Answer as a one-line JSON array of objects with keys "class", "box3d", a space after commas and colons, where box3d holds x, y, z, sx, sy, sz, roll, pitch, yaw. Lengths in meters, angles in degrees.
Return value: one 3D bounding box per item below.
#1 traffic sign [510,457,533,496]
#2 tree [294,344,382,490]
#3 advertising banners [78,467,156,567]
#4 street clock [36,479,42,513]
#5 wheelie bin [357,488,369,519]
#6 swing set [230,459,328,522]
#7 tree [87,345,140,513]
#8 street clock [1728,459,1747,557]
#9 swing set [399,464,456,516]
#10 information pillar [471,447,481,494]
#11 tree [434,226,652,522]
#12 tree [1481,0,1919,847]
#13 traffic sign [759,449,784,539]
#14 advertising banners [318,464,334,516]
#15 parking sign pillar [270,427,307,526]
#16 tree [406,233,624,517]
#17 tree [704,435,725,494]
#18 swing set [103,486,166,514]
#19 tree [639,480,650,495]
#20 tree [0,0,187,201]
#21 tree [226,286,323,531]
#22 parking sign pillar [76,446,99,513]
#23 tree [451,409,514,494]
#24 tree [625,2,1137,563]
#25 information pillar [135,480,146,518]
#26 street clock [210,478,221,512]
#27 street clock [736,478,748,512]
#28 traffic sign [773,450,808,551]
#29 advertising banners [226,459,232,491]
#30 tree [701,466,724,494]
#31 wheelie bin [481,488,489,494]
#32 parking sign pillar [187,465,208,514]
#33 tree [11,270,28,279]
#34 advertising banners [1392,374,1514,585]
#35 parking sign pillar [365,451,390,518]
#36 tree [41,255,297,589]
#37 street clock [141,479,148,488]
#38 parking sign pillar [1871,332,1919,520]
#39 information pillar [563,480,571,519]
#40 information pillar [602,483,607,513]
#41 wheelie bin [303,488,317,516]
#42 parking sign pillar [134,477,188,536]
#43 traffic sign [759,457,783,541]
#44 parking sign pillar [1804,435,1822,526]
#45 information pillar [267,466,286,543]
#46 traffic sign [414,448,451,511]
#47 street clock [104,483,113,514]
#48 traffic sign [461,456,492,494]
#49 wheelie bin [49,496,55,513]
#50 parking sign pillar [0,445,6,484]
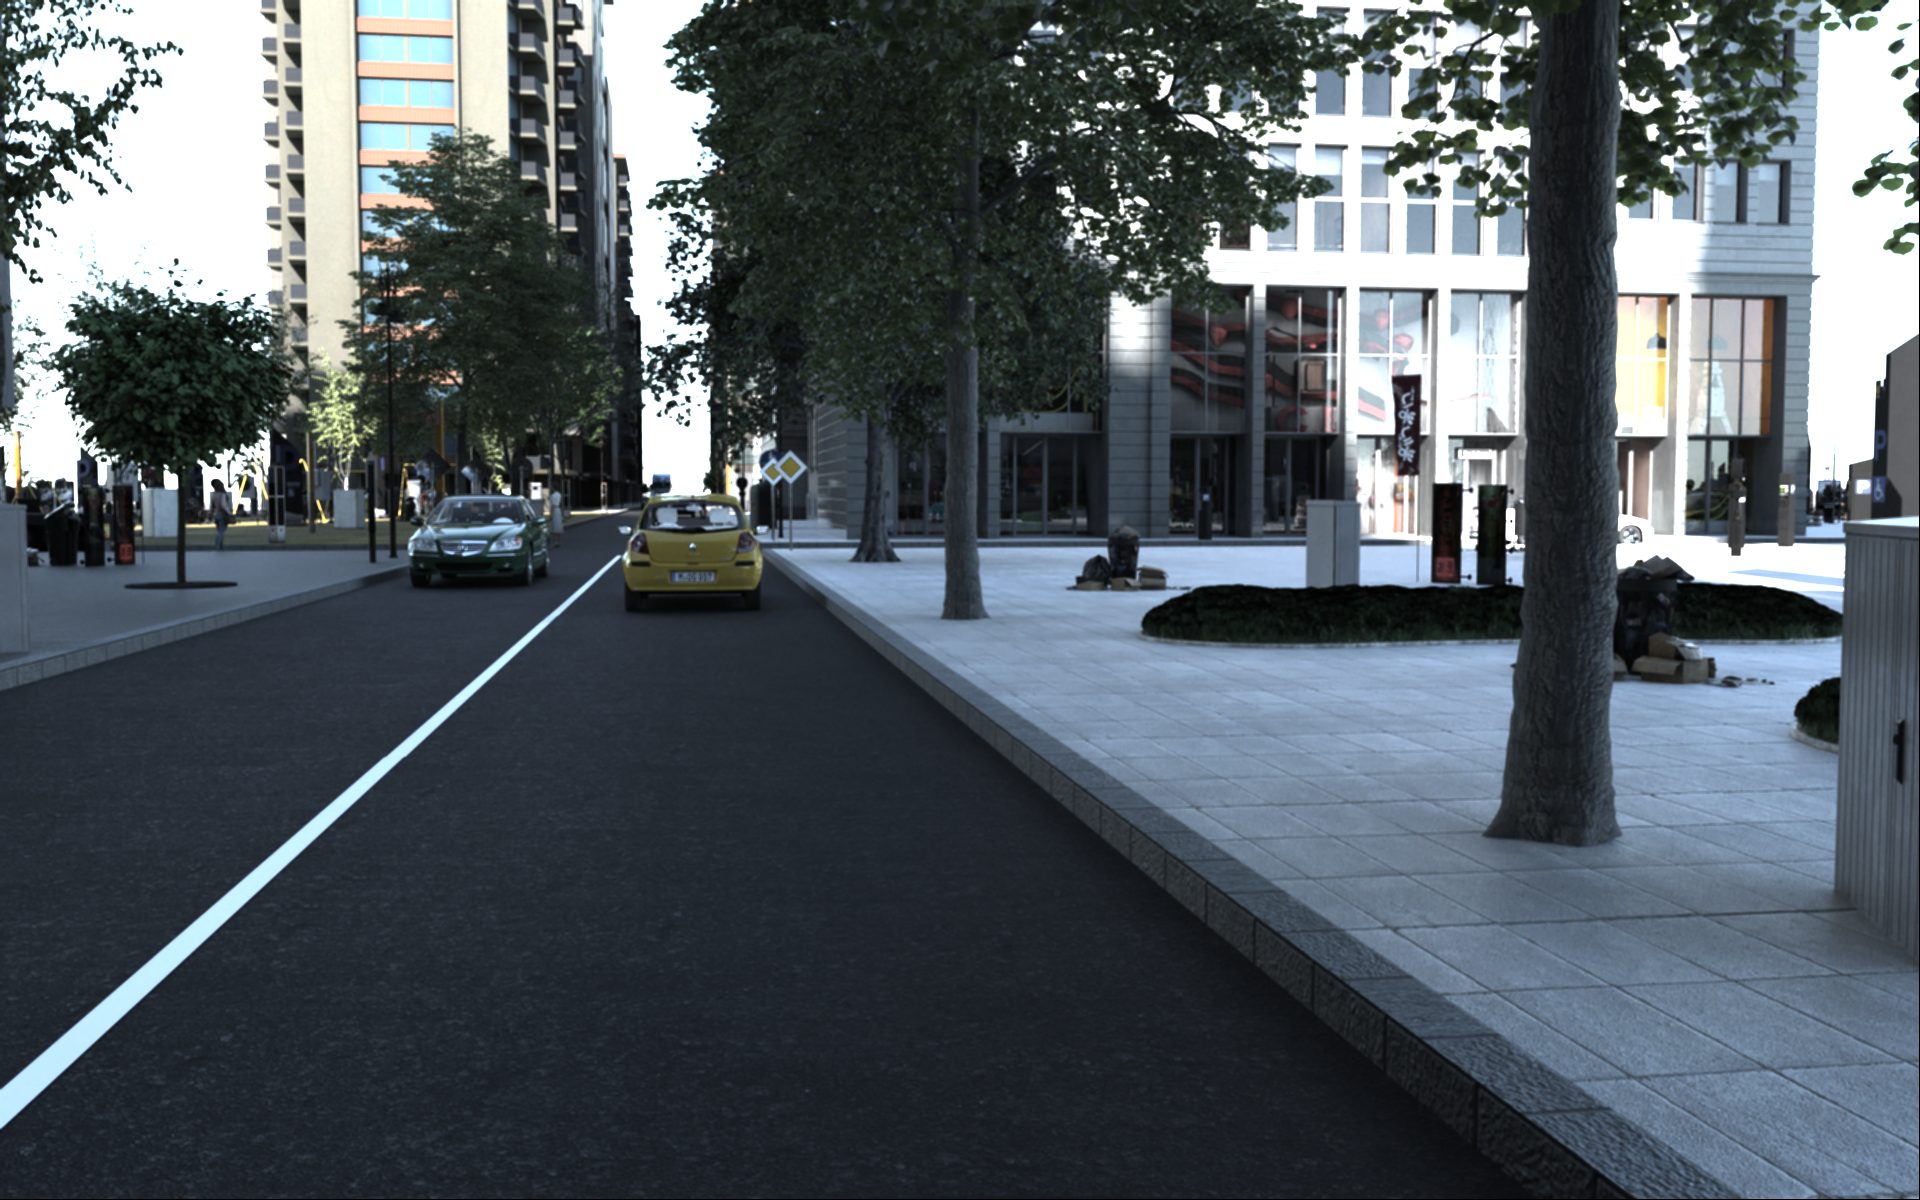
[{"class": "traffic sign", "box3d": [-15.051, -3.635, 59.534, 0.768, 2.556, 0.104, 0, 4, -8]}, {"class": "tree", "box3d": [-29.571, -8.138, 83.424, 4.737, 8.622, 4.395, 0, 3, 0]}, {"class": "advertising banners", "box3d": [-15.239, -2.158, 31.471, 0.090, 3.025, 2.074, 1, 4, 14]}, {"class": "street clock", "box3d": [-45.280, -4.939, 85.320, 0.471, 2.002, 0.358, -2, 4, -25]}, {"class": "wheelie bin", "box3d": [-30.553, -4.953, 88.890, 0.980, 1.594, 0.693, 0, 4, -6]}, {"class": "swing set", "box3d": [-31.084, -4.957, 78.666, 3.119, 2.851, 2.862, 1, 4, 20]}, {"class": "tree", "box3d": [-38.705, -7.898, 79.498, 4.360, 8.622, 3.978, 0, 3, 0]}, {"class": "street clock", "box3d": [15.939, -1.893, 35.514, 0.358, 2.002, 0.471, 2, 4, 32]}, {"class": "swing set", "box3d": [-27.704, -5.687, 90.606, 3.119, 2.851, 2.862, 0, 4, -4]}, {"class": "information pillar", "box3d": [-24.154, -5.816, 86.443, 0.504, 3.616, 0.183, -3, 5, -42]}, {"class": "tree", "box3d": [-18.981, -10.366, 79.859, 12.009, 13.543, 11.850, 0, 3, 0]}, {"class": "tree", "box3d": [2.178, -5.410, 6.586, 7.486, 12.596, 7.792, 0, 3, 0]}, {"class": "traffic sign", "box3d": [-5.354, -3.025, 49.557, 0.768, 2.556, 0.104, 0, 4, -1]}, {"class": "advertising banners", "box3d": [-36.382, -6.384, 100.560, 0.090, 3.025, 2.074, 2, 4, 33]}, {"class": "parking sign pillar", "box3d": [-26.873, -4.933, 69.127, 1.447, 3.967, 1.447, 2, 4, 24]}, {"class": "tree", "box3d": [-17.856, -8.736, 68.594, 9.928, 11.665, 9.643, 0, 3, 0]}, {"class": "tree", "box3d": [-29.642, -16.083, 213.317, 4.360, 8.622, 3.978, 0, 3, 0]}, {"class": "swing set", "box3d": [-48.824, -6.431, 102.770, 2.862, 2.851, 3.119, 1, 4, 22]}, {"class": "tree", "box3d": [-44.623, -15.375, 245.980, 1.663, 3.219, 1.824, 0, 3, 0]}, {"class": "tree", "box3d": [-10.340, -4.129, 17.875, 4.737, 8.622, 4.395, 0, 3, 0]}, {"class": "tree", "box3d": [-24.444, -6.738, 60.534, 4.360, 8.622, 3.978, 0, 3, 0]}, {"class": "parking sign pillar", "box3d": [-48.886, -6.641, 97.058, 1.447, 3.967, 1.447, 2, 4, 24]}, {"class": "tree", "box3d": [-30.855, -9.952, 113.081, 4.737, 8.622, 4.395, 0, 3, 0]}, {"class": "tree", "box3d": [-1.496, -7.071, 32.612, 9.611, 12.733, 9.660, 0, 3, 0]}, {"class": "information pillar", "box3d": [-43.604, -5.350, 91.959, 0.304, 2.012, 0.304, -1, 4, -12]}, {"class": "street clock", "box3d": [-33.442, -4.486, 77.910, 0.471, 2.002, 0.358, -3, 4, -38]}, {"class": "street clock", "box3d": [-9.542, -4.359, 75.842, 0.471, 2.002, 0.358, 2, 4, 34]}, {"class": "traffic sign", "box3d": [-3.844, -2.181, 39.295, 0.795, 2.450, 0.064, -1, 4, -9]}, {"class": "advertising banners", "box3d": [-36.633, -5.490, 85.952, 0.090, 3.025, 2.074, 0, 4, 7]}, {"class": "tree", "box3d": [-29.035, -13.514, 204.675, 4.285, 4.588, 4.351, 0, 3, 0]}, {"class": "wheelie bin", "box3d": [-24.358, -4.936, 88.610, 0.693, 1.594, 0.980, 0, 4, -8]}, {"class": "parking sign pillar", "box3d": [-47.162, -7.231, 106.700, 1.447, 3.967, 1.447, 1, 4, 13]}, {"class": "tree", "box3d": [-28.128, -6.060, 49.441, 4.360, 8.622, 3.978, 0, 3, 0]}, {"class": "advertising banners", "box3d": [7.023, -1.754, 24.860, 0.090, 3.025, 2.074, -3, 4, -39]}, {"class": "parking sign pillar", "box3d": [-31.103, -6.337, 92.090, 1.447, 3.967, 1.447, 3, 5, 43]}, {"class": "tree", "box3d": [-10.858, -2.457, 23.887, 4.285, 4.588, 4.351, 0, 3, 0]}, {"class": "street clock", "box3d": [-28.453, -3.442, 60.849, 0.471, 2.002, 0.358, -3, 5, -44]}, {"class": "parking sign pillar", "box3d": [12.673, -2.087, 22.598, 1.447, 3.967, 1.447, 0, 4, 3]}, {"class": "information pillar", "box3d": [-20.386, -5.218, 89.802, 0.304, 2.012, 0.304, 0, 4, 3]}, {"class": "information pillar", "box3d": [-23.757, -6.804, 115.732, 0.304, 2.012, 0.304, 0, 4, 0]}, {"class": "wheelie bin", "box3d": [-35.667, -5.328, 95.016, 0.693, 1.594, 0.980, 1, 4, 18]}, {"class": "parking sign pillar", "box3d": [-24.745, -3.965, 53.299, 1.447, 3.967, 1.447, -2, 4, -28]}, {"class": "traffic sign", "box3d": [-5.082, -2.663, 47.184, 0.795, 2.450, 0.064, -1, 4, -9]}, {"class": "parking sign pillar", "box3d": [33.825, -4.955, 69.478, 1.447, 3.967, 1.447, 1, 4, 19]}, {"class": "information pillar", "box3d": [-17.950, -2.507, 45.481, 0.304, 2.012, 0.304, 2, 4, 24]}, {"class": "traffic sign", "box3d": [-11.597, -2.108, 38.104, 0.795, 2.450, 0.064, -1, 4, -9]}, {"class": "street clock", "box3d": [-44.521, -5.271, 90.743, 0.471, 2.002, 0.358, 0, 4, 1]}, {"class": "traffic sign", "box3d": [-12.835, -2.590, 45.993, 0.795, 2.450, 0.064, -1, 4, -9]}, {"class": "wheelie bin", "box3d": [-47.217, -4.983, 89.373, 0.693, 1.594, 0.980, 0, 4, 0]}, {"class": "parking sign pillar", "box3d": [-52.315, -6.445, 93.849, 1.447, 3.967, 1.447, 0, 4, 8]}]
